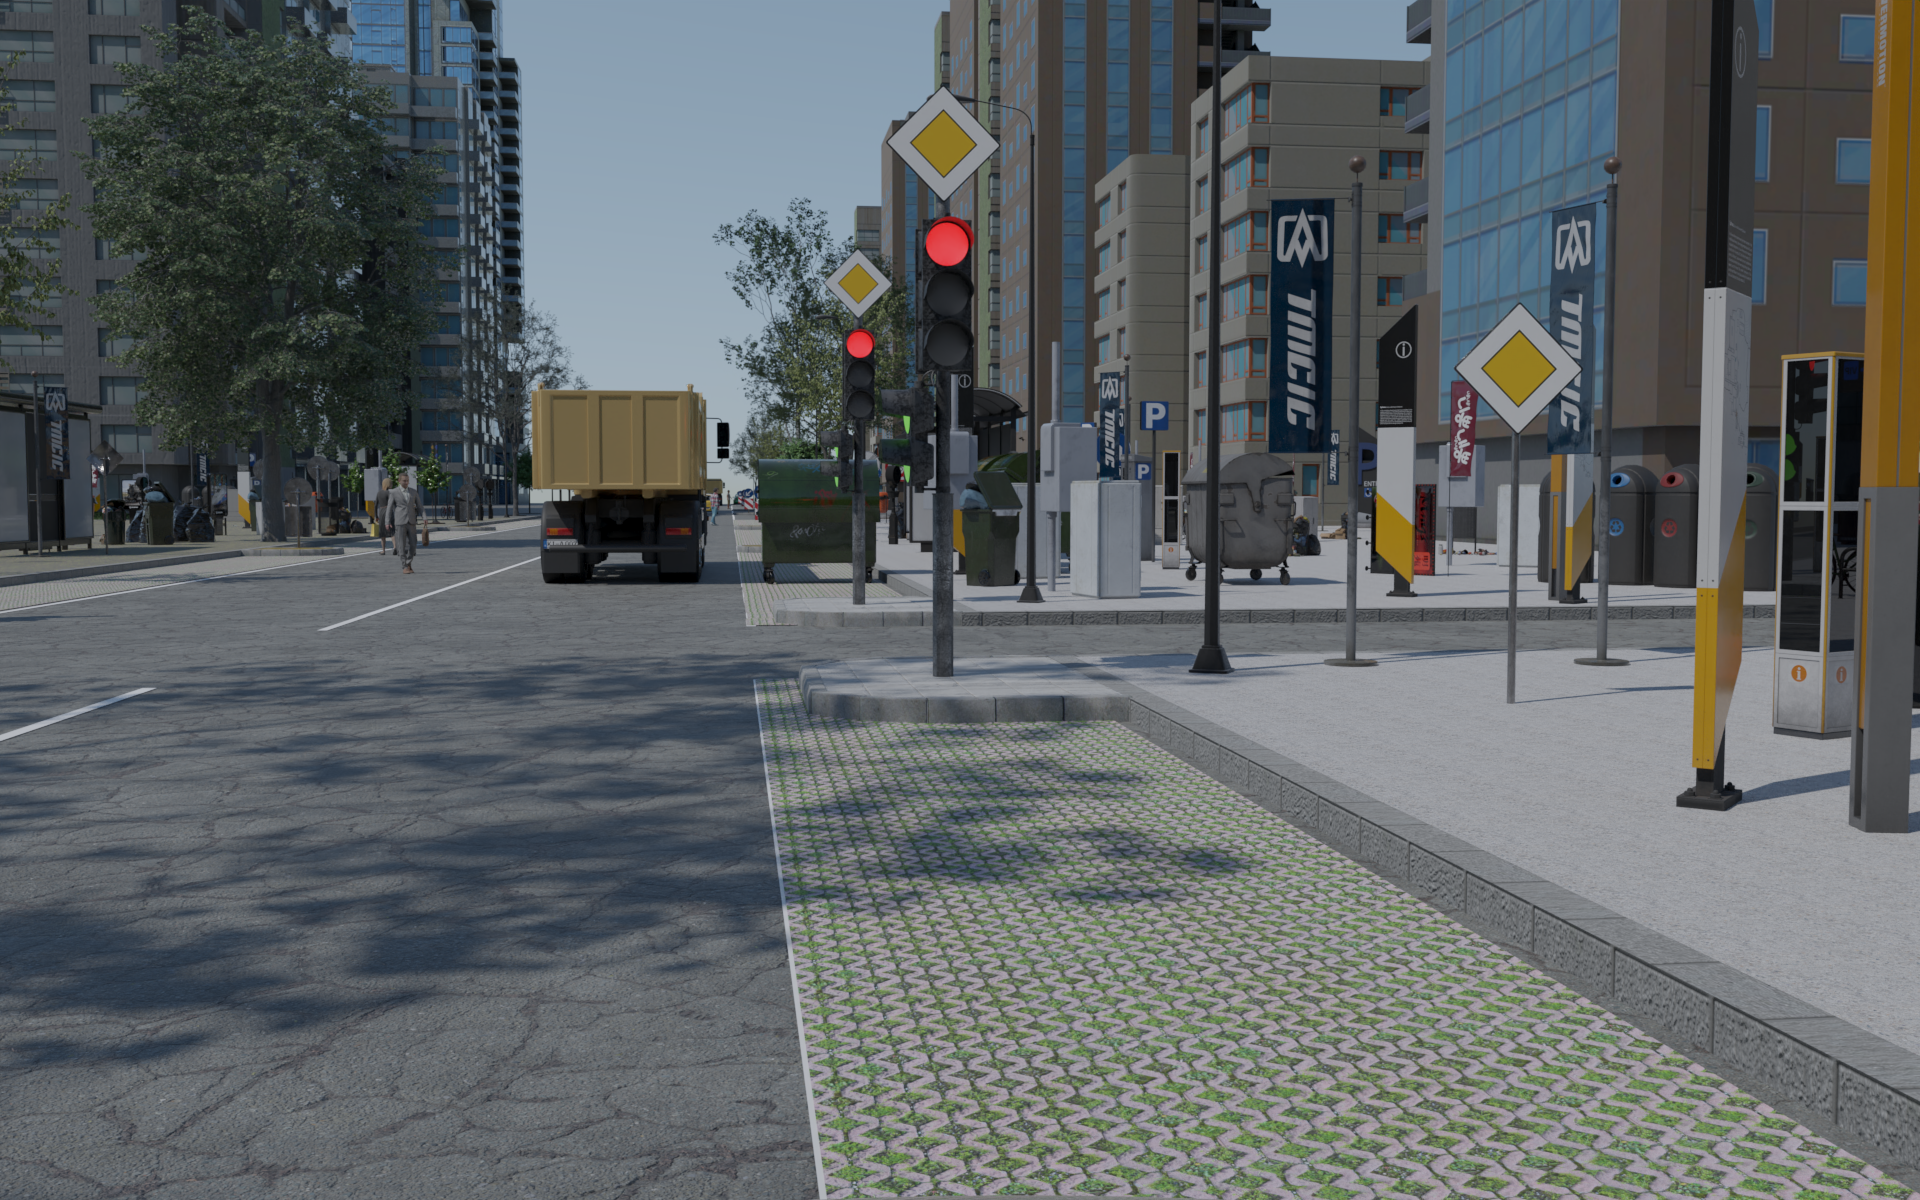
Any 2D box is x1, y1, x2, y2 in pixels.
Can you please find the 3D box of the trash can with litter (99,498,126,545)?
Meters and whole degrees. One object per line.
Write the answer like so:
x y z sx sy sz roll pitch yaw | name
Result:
-21.505 -1.981 43.780 0.624 1.170 1.055 -3 5 -45 | trash can with litter

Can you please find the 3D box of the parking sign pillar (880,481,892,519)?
-3.505 -6.148 88.990 1.447 3.967 1.447 0 4 5 | parking sign pillar

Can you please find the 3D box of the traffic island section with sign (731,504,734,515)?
-8.058 -3.723 69.499 1.989 1.847 2.006 0 4 -8 | traffic island section with sign

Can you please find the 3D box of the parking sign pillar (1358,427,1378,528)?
15.473 -4.707 65.434 1.447 3.967 1.447 1 4 18 | parking sign pillar

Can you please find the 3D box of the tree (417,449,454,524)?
-22.456 -4.864 74.134 1.663 3.219 1.824 0 3 0 | tree

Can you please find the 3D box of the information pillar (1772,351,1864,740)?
4.544 -0.285 9.153 0.304 2.012 0.304 -2 4 -30 | information pillar

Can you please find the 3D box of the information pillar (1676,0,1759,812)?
3.157 -0.965 7.141 0.183 3.616 0.504 3 4 36 | information pillar

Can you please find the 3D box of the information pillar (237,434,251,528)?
-26.661 -4.476 64.533 0.504 3.616 0.183 1 4 11 | information pillar

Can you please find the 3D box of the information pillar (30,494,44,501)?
-34.885 -4.528 65.384 0.504 3.616 0.183 -1 4 -16 | information pillar

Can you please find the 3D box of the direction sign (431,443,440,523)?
-23.160 -5.163 76.414 0.379 3.537 0.876 -2 4 -35 | direction sign

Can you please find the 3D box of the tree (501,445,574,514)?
-28.175 -7.941 113.556 4.285 4.588 4.351 0 3 0 | tree

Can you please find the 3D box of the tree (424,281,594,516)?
-26.086 -11.645 100.767 12.009 13.543 11.850 0 3 0 | tree

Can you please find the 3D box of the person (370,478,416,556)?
-13.238 -1.935 40.359 0.699 1.804 1.509 -2 4 -33 | person

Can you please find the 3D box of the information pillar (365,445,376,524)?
-25.055 -5.026 73.536 0.183 3.616 0.504 1 4 17 | information pillar

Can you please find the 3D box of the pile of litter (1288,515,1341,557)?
6.821 -1.348 36.006 1.719 0.858 1.176 -2 4 -32 | pile of litter

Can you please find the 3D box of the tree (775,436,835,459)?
-7.848 -6.420 88.682 4.285 4.588 4.351 0 3 0 | tree

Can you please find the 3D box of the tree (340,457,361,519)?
-31.651 -5.871 90.593 1.663 3.219 1.824 0 3 0 | tree

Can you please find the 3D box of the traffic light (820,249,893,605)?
-1.192 -1.901 20.001 0.839 4.253 0.868 0 4 -8 | traffic light

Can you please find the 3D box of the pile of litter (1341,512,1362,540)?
10.847 -2.167 49.395 1.176 0.858 1.719 1 4 10 | pile of litter

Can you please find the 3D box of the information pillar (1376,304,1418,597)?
5.457 -1.849 21.591 0.504 3.616 0.183 3 4 36 | information pillar

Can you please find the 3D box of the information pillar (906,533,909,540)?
-1.306 -2.673 48.188 0.304 2.012 0.304 1 4 18 | information pillar

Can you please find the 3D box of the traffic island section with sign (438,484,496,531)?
-19.134 -3.591 67.337 1.989 1.847 2.006 0 4 -8 | traffic island section with sign

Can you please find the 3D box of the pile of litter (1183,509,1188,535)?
7.226 -2.467 54.294 1.176 0.858 1.719 -1 4 -20 | pile of litter

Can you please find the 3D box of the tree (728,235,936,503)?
-4.218 -7.887 63.371 8.767 10.594 7.601 1 4 14 | tree

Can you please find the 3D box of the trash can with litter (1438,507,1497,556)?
10.955 -1.553 36.453 2.233 1.210 1.678 3 4 36 | trash can with litter

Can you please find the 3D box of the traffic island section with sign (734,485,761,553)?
-4.506 -2.089 42.778 1.989 1.847 2.006 0 4 -8 | traffic island section with sign

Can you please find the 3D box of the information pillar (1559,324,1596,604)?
7.256 -1.768 20.266 0.504 3.616 0.183 -3 5 -43 | information pillar

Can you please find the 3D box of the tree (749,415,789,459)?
-16.919 -12.591 156.229 4.360 8.622 3.978 0 3 0 | tree

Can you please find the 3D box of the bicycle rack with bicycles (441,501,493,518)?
-25.924 -4.778 91.505 2.852 0.926 2.925 -2 4 -32 | bicycle rack with bicycles

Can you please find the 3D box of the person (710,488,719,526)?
-11.179 -4.248 78.792 0.643 1.720 0.563 -3 5 -39 | person

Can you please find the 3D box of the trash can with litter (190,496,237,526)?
-29.843 -3.515 68.523 2.233 1.210 1.678 0 4 -1 | trash can with litter

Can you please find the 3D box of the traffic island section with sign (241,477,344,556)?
-15.583 -1.956 40.601 1.989 1.847 2.006 0 4 -8 | traffic island section with sign

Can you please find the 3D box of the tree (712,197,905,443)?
-9.256 -15.466 108.755 12.611 20.169 13.585 0 3 0 | tree

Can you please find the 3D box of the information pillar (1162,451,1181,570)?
3.601 -1.530 29.508 0.304 2.012 0.304 0 4 8 | information pillar

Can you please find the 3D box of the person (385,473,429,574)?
-9.942 -1.377 31.137 0.709 1.813 0.853 -3 4 -38 | person

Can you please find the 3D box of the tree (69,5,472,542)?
-18.466 -8.553 46.492 9.857 13.997 8.962 0 3 0 | tree

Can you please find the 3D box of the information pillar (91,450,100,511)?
-44.152 -5.932 88.337 0.183 3.616 0.504 3 5 39 | information pillar

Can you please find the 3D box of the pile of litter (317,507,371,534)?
-20.042 -2.583 56.202 1.719 0.858 1.176 -1 4 -13 | pile of litter

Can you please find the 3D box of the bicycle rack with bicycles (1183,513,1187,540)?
5.760 -2.102 47.748 2.852 0.926 2.925 -1 4 -22 | bicycle rack with bicycles

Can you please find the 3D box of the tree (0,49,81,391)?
-16.036 -4.684 26.947 4.737 8.622 4.395 0 3 0 | tree

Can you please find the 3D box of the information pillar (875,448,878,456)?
-4.270 -5.870 87.336 0.183 3.616 0.504 -2 4 -24 | information pillar

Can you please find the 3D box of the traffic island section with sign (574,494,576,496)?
-25.843 -6.673 117.737 1.989 1.847 2.006 0 4 -8 | traffic island section with sign

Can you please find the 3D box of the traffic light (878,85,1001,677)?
-0.138 -1.417 12.086 0.839 4.253 0.868 0 4 -8 | traffic light

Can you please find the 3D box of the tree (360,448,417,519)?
-21.692 -4.348 65.694 1.663 3.219 1.824 0 3 0 | tree

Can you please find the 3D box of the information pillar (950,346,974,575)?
-0.005 -2.209 27.467 0.504 3.616 0.183 -1 4 -14 | information pillar

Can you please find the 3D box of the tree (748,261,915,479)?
-3.505 -6.328 53.829 4.737 8.622 4.395 0 3 0 | tree

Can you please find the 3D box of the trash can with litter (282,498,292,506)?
-24.394 -3.091 61.921 1.055 1.170 0.624 0 4 -8 | trash can with litter

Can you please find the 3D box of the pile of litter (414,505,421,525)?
-22.968 -3.543 71.886 1.176 0.858 1.719 -1 4 -13 | pile of litter
